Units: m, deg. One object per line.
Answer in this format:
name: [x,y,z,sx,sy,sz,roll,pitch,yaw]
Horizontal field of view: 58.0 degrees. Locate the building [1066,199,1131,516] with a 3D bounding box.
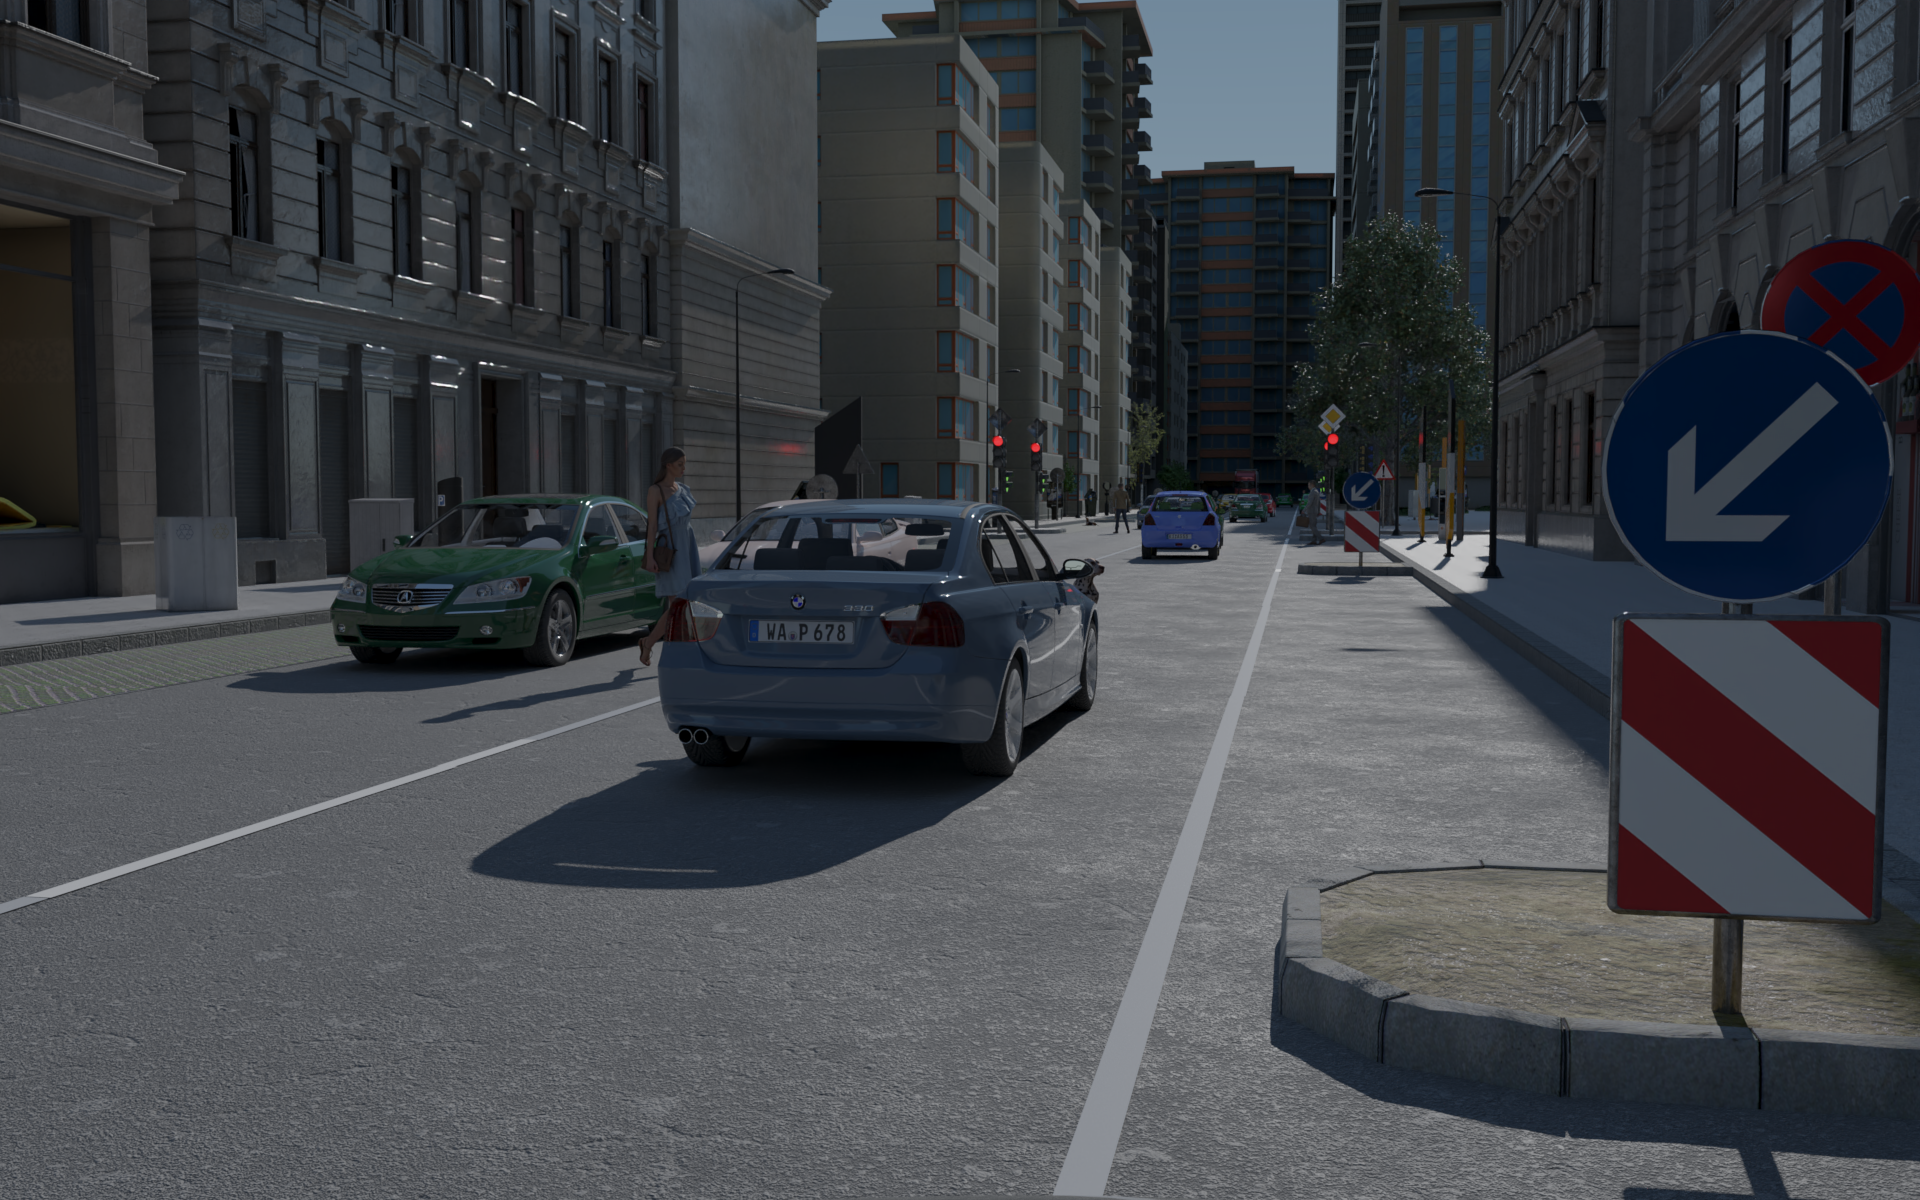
building: [-3.548,-16.718,118.377,27.650,21.520,28.899,1,4,11]

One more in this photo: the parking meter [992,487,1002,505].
parking meter: [1.417,-3.558,66.584,0.372,1.533,0.369,0,3,0]

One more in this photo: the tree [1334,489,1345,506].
tree: [41.351,-11.840,188.189,1.663,3.219,1.824,0,3,0]

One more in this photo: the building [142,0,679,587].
building: [-12.976,-11.197,32.219,9.793,20.994,18.267,1,4,11]

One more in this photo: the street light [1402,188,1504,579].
street light: [7.600,-3.293,26.386,1.470,5.913,1.316,1,4,11]

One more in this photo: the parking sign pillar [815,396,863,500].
parking sign pillar: [-3.346,-3.627,47.767,1.447,3.967,1.447,0,4,0]

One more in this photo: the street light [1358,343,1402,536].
street light: [12.903,-4.933,53.199,1.470,5.913,1.316,1,4,11]

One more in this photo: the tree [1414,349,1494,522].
tree: [22.947,-7.922,79.888,4.737,8.622,4.395,0,3,0]

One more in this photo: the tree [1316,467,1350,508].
tree: [35.646,-11.135,165.769,4.285,4.588,4.351,0,3,0]

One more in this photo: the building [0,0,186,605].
building: [-18.424,-9.317,3.245,10.553,20.767,40.483,1,4,11]

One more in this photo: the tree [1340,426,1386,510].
tree: [25.091,-9.630,107.813,4.360,8.622,3.978,0,3,0]

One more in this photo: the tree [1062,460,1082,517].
tree: [6.077,-6.236,96.559,1.663,3.219,1.824,0,3,0]

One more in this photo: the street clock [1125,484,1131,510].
street clock: [12.064,-7.328,124.377,0.471,2.002,0.358,0,4,-1]

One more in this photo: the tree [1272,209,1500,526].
tree: [17.512,-9.355,69.956,9.611,12.733,9.660,0,3,0]

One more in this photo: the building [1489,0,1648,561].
building: [18.465,-10.755,40.473,10.561,19.102,19.286,1,4,11]

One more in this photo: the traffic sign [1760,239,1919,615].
traffic sign: [4.435,-0.530,8.766,0.768,2.556,0.104,1,4,17]

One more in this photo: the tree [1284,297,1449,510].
tree: [23.512,-11.417,97.036,12.009,13.543,11.850,0,3,0]

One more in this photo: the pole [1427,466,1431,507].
pole: [32.241,-7.663,119.140,0.158,3.312,0.155,0,3,0]

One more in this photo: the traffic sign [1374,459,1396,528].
traffic sign: [15.795,-3.953,64.629,0.884,2.594,0.081,1,4,17]

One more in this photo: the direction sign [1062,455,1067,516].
direction sign: [6.005,-6.549,99.073,0.379,3.537,0.876,0,4,6]

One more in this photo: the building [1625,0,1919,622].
building: [15.739,-10.794,18.287,13.314,21.916,24.055,1,4,11]

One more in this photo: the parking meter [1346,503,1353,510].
parking meter: [25.766,-6.658,114.567,0.399,1.863,0.255,2,4,31]

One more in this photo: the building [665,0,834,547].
building: [-21.746,-14.119,49.935,34.723,24.649,14.460,1,4,11]

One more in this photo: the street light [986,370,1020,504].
street light: [1.552,-5.647,64.867,1.470,5.913,1.316,1,4,11]

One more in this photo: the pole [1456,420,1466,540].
pole: [13.876,-3.311,47.974,0.158,3.312,0.155,0,3,0]

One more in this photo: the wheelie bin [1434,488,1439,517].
wheelie bin: [26.510,-5.335,95.143,0.980,1.594,0.693,-1,4,-17]

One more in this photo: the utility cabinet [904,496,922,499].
utility cabinet: [-1.417,-2.540,52.690,0.306,1.237,1.020,1,4,13]

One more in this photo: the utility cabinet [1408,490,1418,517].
utility cabinet: [25.316,-5.354,96.218,0.318,1.500,1.173,3,5,40]

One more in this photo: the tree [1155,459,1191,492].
tree: [19.787,-10.815,160.538,4.285,4.588,4.351,0,3,0]

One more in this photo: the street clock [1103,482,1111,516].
street clock: [8.678,-5.981,102.362,0.471,2.002,0.358,-2,4,-24]

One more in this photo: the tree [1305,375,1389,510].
tree: [30.884,-12.828,135.495,9.928,11.665,9.643,0,3,0]

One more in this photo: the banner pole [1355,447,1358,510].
banner pole: [19.332,-5.773,84.412,0.401,3.779,0.863,1,4,16]

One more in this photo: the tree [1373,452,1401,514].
tree: [19.320,-5.184,79.353,1.663,3.219,1.824,0,3,0]

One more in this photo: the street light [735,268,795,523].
street light: [-4.090,-3.875,35.892,1.470,5.913,1.316,1,4,11]

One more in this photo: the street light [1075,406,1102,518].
street light: [6.784,-7.280,91.562,1.470,5.913,1.316,1,4,11]

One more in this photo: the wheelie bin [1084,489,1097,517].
wheelie bin: [7.460,-5.555,98.739,0.693,1.594,0.980,-1,4,-11]

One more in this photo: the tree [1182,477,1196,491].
tree: [25.266,-11.908,189.289,1.663,3.219,1.824,0,3,0]

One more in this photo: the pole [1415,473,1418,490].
pole: [30.781,-7.517,116.742,0.158,3.312,0.155,0,3,0]

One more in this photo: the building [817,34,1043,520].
building: [-10.780,-14.509,82.262,27.650,21.520,28.899,1,4,11]

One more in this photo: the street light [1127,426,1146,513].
street light: [12.014,-8.912,118.257,1.470,5.913,1.316,1,4,11]

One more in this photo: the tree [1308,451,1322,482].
tree: [44.582,-15.920,210.646,4.737,8.622,4.395,0,3,0]

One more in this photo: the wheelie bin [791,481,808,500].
wheelie bin: [-3.584,-2.039,41.247,0.693,1.594,0.980,2,4,28]

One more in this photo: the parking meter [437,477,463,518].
parking meter: [-7.585,-1.064,25.807,0.372,1.533,0.369,0,3,0]

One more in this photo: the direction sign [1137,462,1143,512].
direction sign: [12.872,-8.075,124.020,0.379,3.537,0.876,-1,4,-21]

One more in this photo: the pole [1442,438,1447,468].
pole: [17.479,-4.204,62.577,0.158,3.312,0.155,0,3,0]

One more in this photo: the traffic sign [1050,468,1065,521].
traffic sign: [4.670,-5.086,83.263,0.768,2.556,0.104,1,4,18]

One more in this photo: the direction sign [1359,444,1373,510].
direction sign: [18.238,-5.251,77.855,0.876,3.537,0.379,-2,4,-33]

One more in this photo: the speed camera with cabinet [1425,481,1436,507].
speed camera with cabinet: [34.218,-7.996,125.075,0.660,3.252,2.038,-1,4,-11]

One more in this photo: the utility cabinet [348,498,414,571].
utility cabinet: [-8.330,-0.842,24.936,1.020,1.237,0.306,2,4,29]

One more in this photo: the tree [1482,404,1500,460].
tree: [36.323,-10.150,116.319,4.360,8.622,3.978,0,3,0]

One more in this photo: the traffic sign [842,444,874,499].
traffic sign: [-2.665,-2.767,45.245,0.884,2.594,0.081,1,4,17]

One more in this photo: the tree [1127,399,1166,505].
tree: [13.886,-11.245,134.223,4.360,8.622,3.978,0,3,0]
